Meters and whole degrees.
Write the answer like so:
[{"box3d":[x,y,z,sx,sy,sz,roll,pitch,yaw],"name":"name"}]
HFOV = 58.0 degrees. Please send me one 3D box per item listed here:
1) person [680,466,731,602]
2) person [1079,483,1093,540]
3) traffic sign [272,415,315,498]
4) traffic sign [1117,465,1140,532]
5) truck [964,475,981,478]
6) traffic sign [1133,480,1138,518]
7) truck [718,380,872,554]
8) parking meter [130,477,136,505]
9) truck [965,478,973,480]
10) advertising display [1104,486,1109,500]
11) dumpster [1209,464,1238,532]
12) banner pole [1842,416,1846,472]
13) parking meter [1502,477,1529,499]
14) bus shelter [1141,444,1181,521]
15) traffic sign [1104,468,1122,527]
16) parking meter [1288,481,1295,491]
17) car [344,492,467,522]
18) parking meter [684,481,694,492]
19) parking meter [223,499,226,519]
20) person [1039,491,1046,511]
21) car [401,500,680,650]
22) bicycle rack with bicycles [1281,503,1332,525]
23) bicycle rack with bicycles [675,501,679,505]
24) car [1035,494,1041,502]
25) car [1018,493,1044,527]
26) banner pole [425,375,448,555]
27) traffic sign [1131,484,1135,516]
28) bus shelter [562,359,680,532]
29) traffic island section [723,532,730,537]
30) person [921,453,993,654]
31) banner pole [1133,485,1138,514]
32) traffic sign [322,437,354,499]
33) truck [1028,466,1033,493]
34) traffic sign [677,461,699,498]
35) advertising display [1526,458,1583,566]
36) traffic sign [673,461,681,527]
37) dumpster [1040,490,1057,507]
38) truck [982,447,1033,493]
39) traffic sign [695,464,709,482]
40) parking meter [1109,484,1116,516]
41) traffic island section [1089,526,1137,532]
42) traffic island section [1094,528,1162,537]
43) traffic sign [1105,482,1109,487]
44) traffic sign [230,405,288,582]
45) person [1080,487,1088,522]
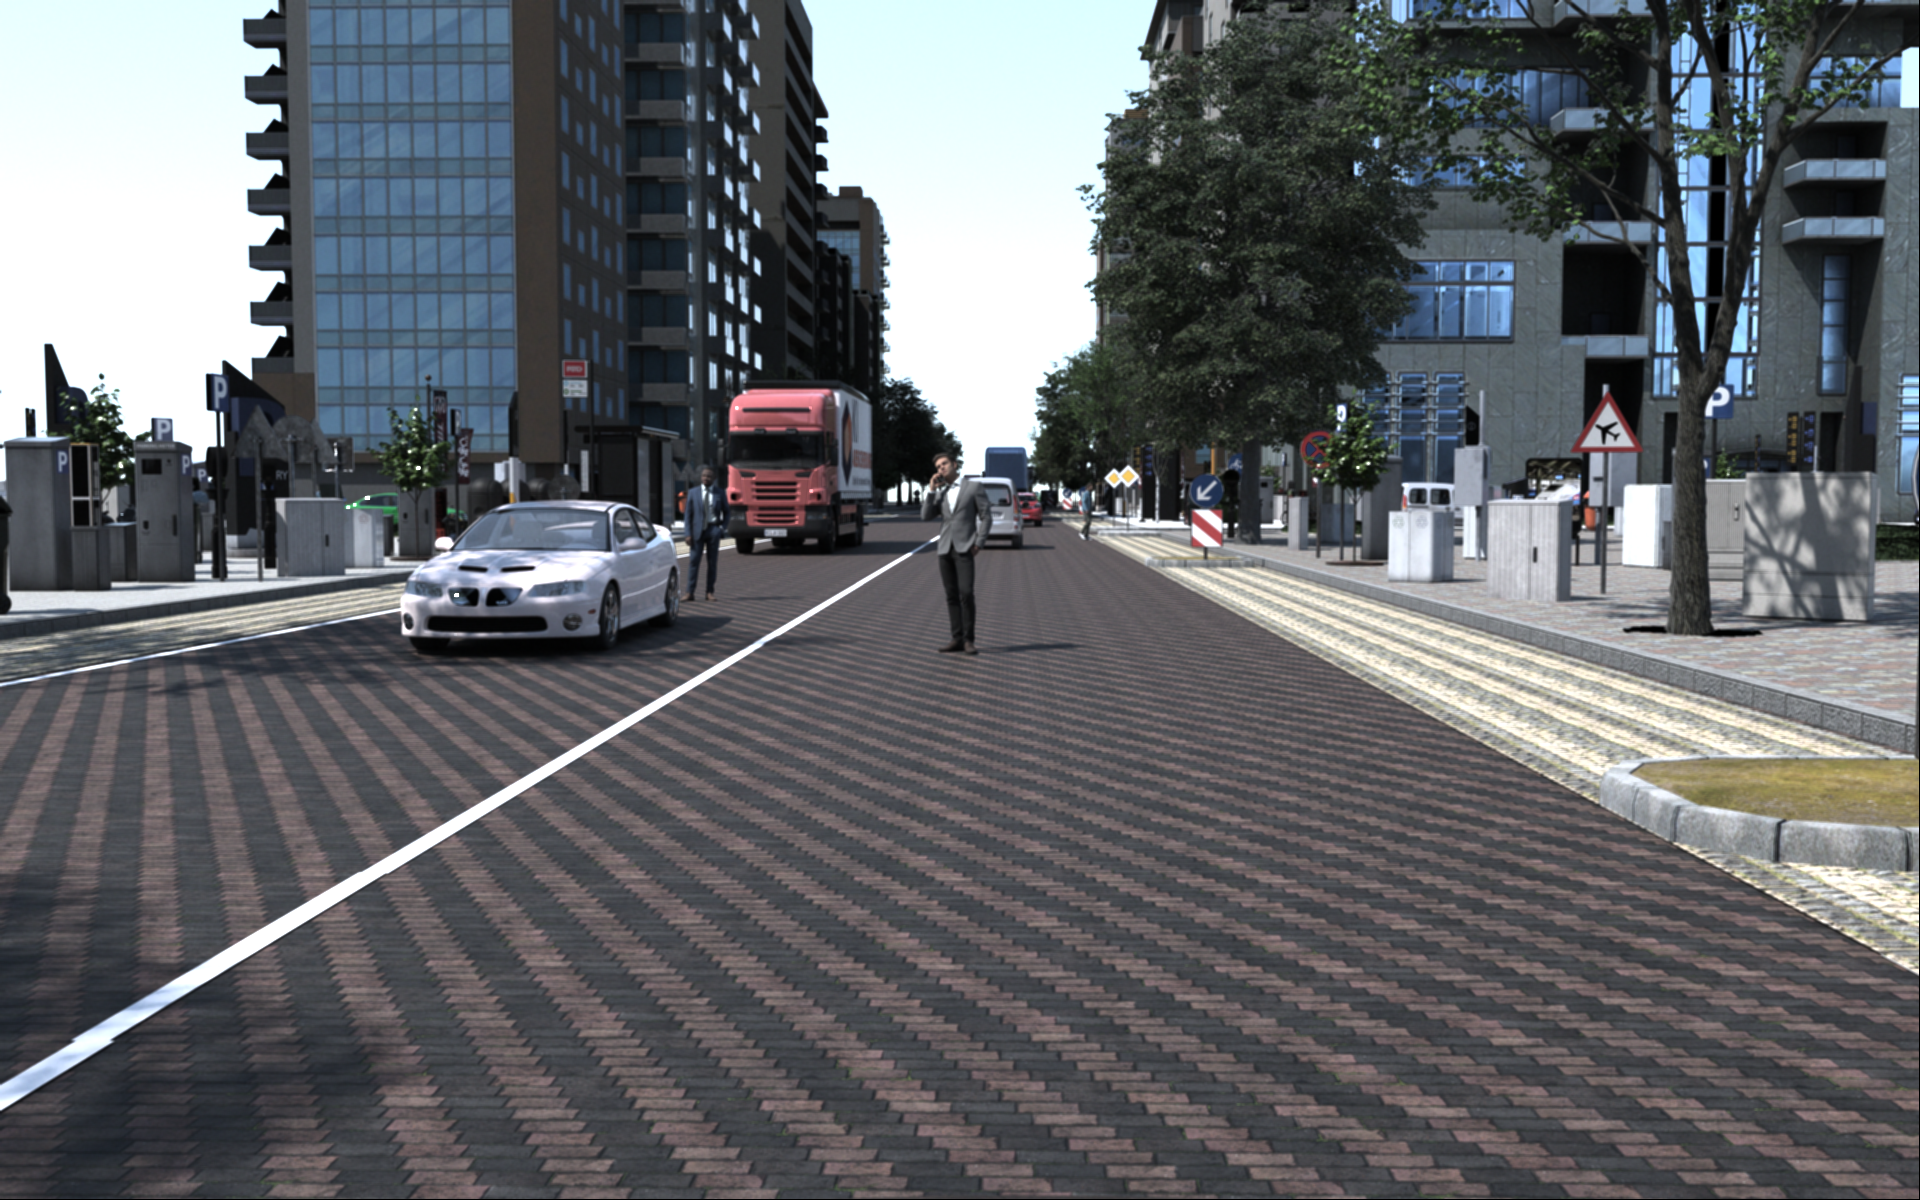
[{"box3d":[-3.436,-0.893,23.278,0.721,1.800,0.419,-1,4,-16],"name":"person"},{"box3d":[3.953,-2.759,53.951,0.444,1.785,0.601,2,4,34],"name":"person"},{"box3d":[-10.769,-1.702,27.936,0.768,2.556,0.104,0,4,5],"name":"traffic sign"},{"box3d":[5.725,-3.386,59.005,0.795,2.450,0.064,0,4,2],"name":"traffic sign"},{"box3d":[1.794,-16.043,251.215,2.839,4.237,11.283,0,4,1],"name":"truck"},{"box3d":[9.463,-5.680,92.977,0.768,2.556,0.104,0,4,6],"name":"traffic sign"},{"box3d":[-4.047,-3.436,45.092,2.839,4.237,11.283,0,4,3],"name":"truck"},{"box3d":[-21.786,-2.436,45.546,0.255,1.863,0.399,-2,4,-28],"name":"parking meter"},{"box3d":[1.258,-12.924,207.225,3.469,3.379,9.791,0,4,1],"name":"truck"},{"box3d":[12.168,-8.366,141.994,0.123,1.923,0.974,-2,4,-34],"name":"advertising display"},{"box3d":[8.831,-3.326,56.871,1.502,2.255,1.985,0,4,2],"name":"dumpster"},{"box3d":[28.417,-3.994,55.314,0.401,3.779,0.863,-2,4,-27],"name":"banner pole"},{"box3d":[8.116,-1.035,25.341,0.372,1.533,0.369,0,3,0],"name":"parking meter"},{"box3d":[9.648,-5.687,84.262,1.731,3.624,6.357,0,4,2],"name":"bus shelter"},{"box3d":[5.958,-3.874,66.987,0.795,2.450,0.064,0,4,2],"name":"traffic sign"},{"box3d":[14.469,-4.276,75.630,0.255,1.863,0.399,1,4,19],"name":"parking meter"},{"box3d":[-20.578,-3.387,64.180,4.718,1.807,1.959,0,4,2],"name":"car"},{"box3d":[-12.172,-4.415,77.891,0.399,1.863,0.255,-2,4,-30],"name":"parking meter"},{"box3d":[-38.059,-5.130,89.590,0.255,1.863,0.399,3,4,38],"name":"parking meter"},{"box3d":[7.105,-8.518,148.493,0.721,1.735,1.217,-2,4,-24],"name":"person"},{"box3d":[-4.069,-0.312,17.456,2.083,1.381,4.827,0,4,2],"name":"car"},{"box3d":[14.141,-3.359,68.298,2.925,0.926,2.852,0,4,6],"name":"bicycle rack with bicycles"},{"box3d":[-14.099,-4.658,89.537,2.852,0.926,2.925,-1,4,-16],"name":"bicycle rack with bicycles"},{"box3d":[10.853,-14.171,240.484,1.959,1.807,4.718,0,4,3],"name":"car"},{"box3d":[2.717,-4.176,77.325,2.155,1.783,4.494,0,3,0],"name":"car"},{"box3d":[-11.071,-2.851,36.638,0.401,3.779,0.863,1,4,20],"name":"banner pole"},{"box3d":[9.905,-6.090,99.685,0.768,2.556,0.104,0,4,6],"name":"traffic sign"},{"box3d":[-10.687,-4.689,54.299,2.179,5.291,8.768,0,4,2],"name":"bus shelter"},{"box3d":[-7.187,-2.274,59.463,2.009,0.180,2.903,0,4,2],"name":"traffic island section"},{"box3d":[-0.028,-0.427,15.664,0.592,1.802,0.473,3,5,43],"name":"person"},{"box3d":[11.500,-7.600,114.281,0.401,3.779,0.863,-1,4,-11],"name":"banner pole"},{"box3d":[-11.206,-1.778,31.195,0.606,2.300,0.079,0,4,8],"name":"traffic sign"},{"box3d":[6.145,-11.688,180.008,2.839,4.237,11.283,0,4,0],"name":"truck"},{"box3d":[-10.712,-4.167,68.127,0.884,2.594,0.081,0,4,7],"name":"traffic sign"},{"box3d":[10.627,-1.578,31.017,0.974,1.923,0.123,1,4,21],"name":"advertising display"},{"box3d":[-11.304,-4.184,68.409,0.884,2.594,0.081,0,4,5],"name":"traffic sign"},{"box3d":[9.278,-10.553,180.755,1.865,1.857,1.264,0,4,3],"name":"dumpster"},{"box3d":[2.243,-6.269,92.264,2.967,4.110,18.799,0,4,3],"name":"truck"},{"box3d":[-11.010,-4.538,74.304,0.768,2.556,0.104,0,4,8],"name":"traffic sign"},{"box3d":[8.866,-5.812,100.731,0.255,1.863,0.399,3,5,44],"name":"parking meter"},{"box3d":[5.981,-2.739,67.063,2.009,0.180,2.903,0,4,2],"name":"traffic island section"},{"box3d":[5.748,-2.251,59.082,2.009,0.180,2.903,0,4,2],"name":"traffic island section"},{"box3d":[11.921,-8.416,137.608,0.884,2.594,0.081,1,4,10],"name":"traffic sign"},{"box3d":[-10.245,-1.547,25.294,0.884,2.594,0.081,0,4,7],"name":"traffic sign"},{"box3d":[6.354,-4.812,87.269,0.391,1.810,0.635,2,4,34],"name":"person"}]
